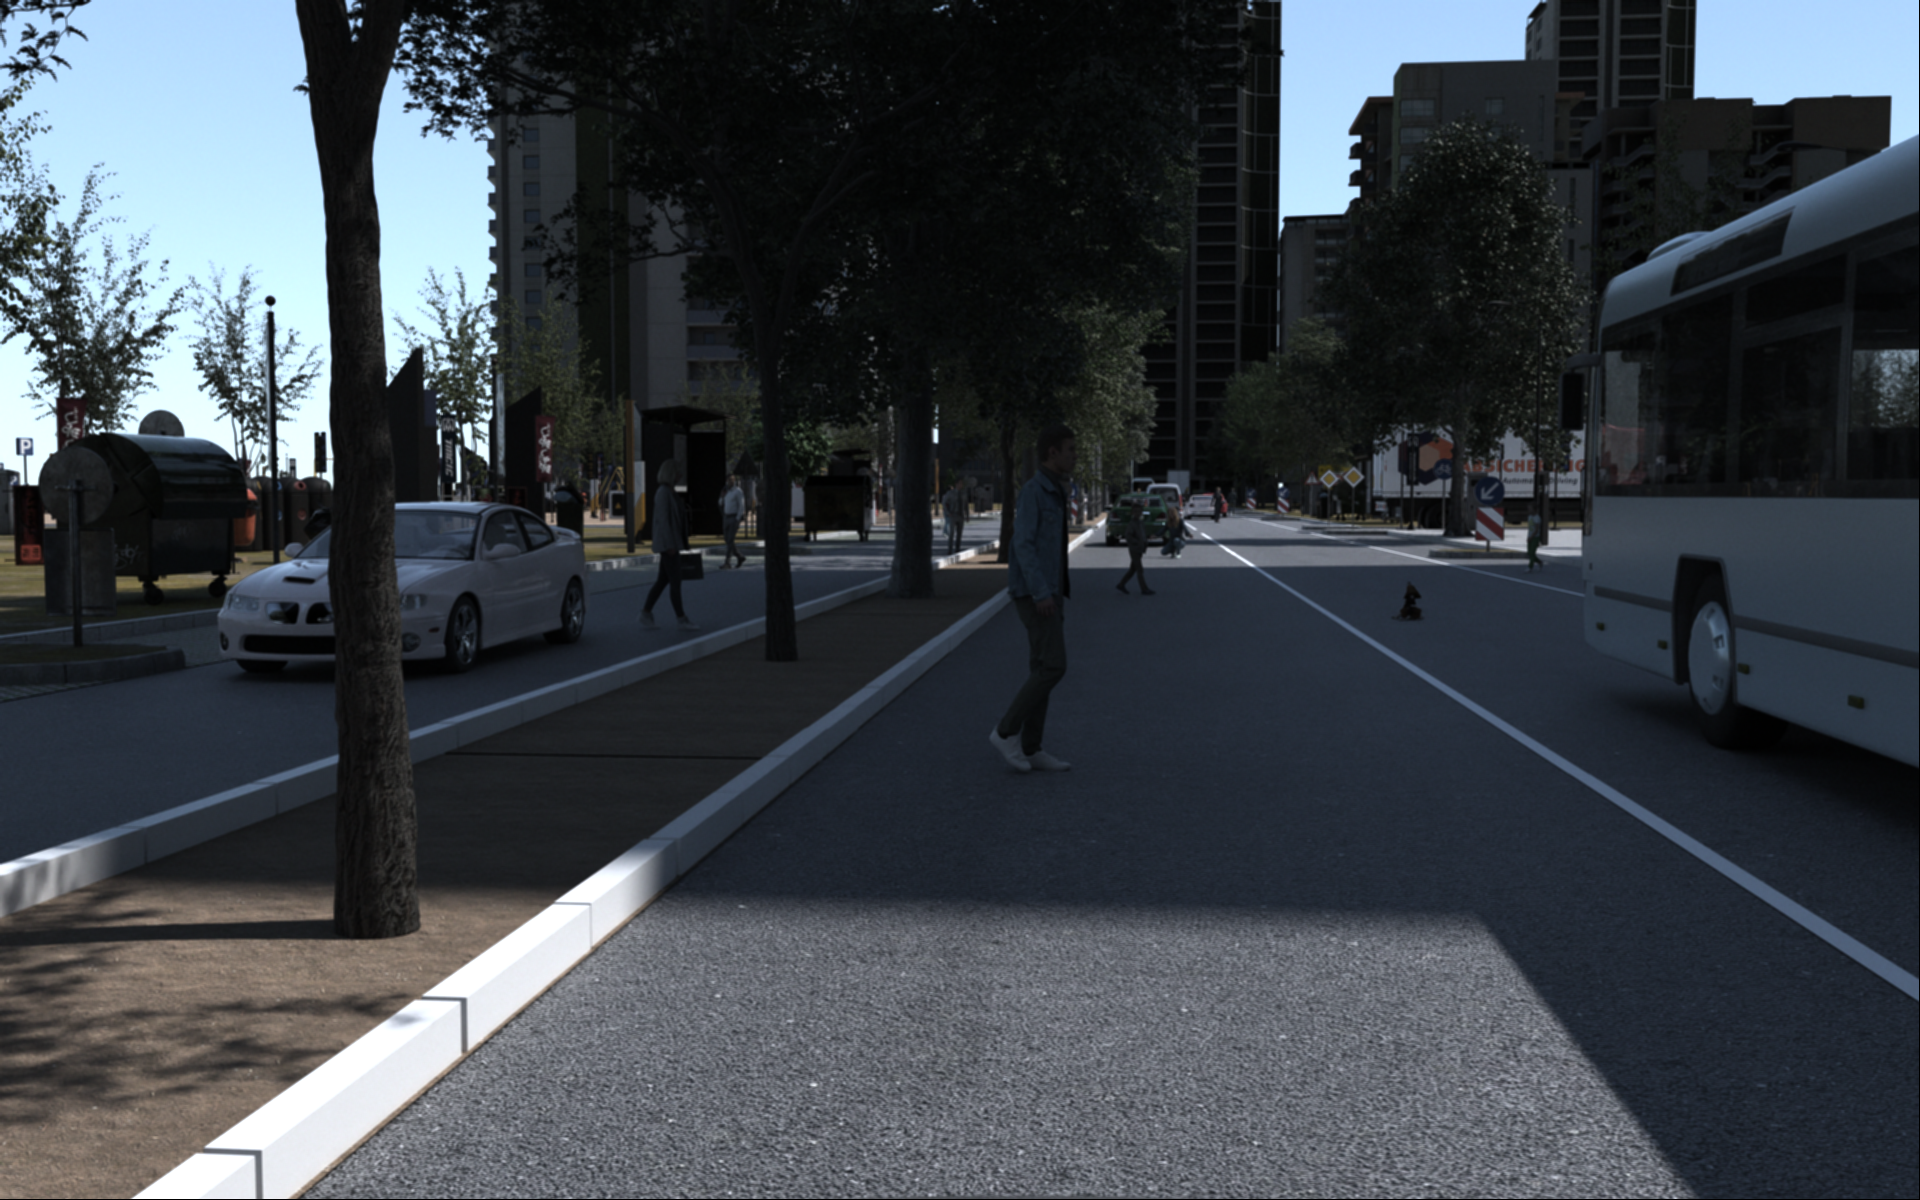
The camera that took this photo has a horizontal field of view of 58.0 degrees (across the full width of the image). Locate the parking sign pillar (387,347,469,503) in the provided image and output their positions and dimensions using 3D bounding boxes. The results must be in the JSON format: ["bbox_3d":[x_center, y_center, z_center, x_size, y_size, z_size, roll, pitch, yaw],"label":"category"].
[{"bbox_3d":[-10.331,-2.691,32.471,1.447,3.967,1.447,3,5,40],"label":"parking sign pillar"}]

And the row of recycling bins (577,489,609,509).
[{"bbox_3d":[-31.787,-8.725,149.769,3.534,1.692,1.069,1,4,17],"label":"row of recycling bins"}]

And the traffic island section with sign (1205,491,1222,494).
[{"bbox_3d":[25.428,-9.958,171.443,1.989,1.847,2.006,0,4,6],"label":"traffic island section with sign"}]

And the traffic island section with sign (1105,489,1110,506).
[{"bbox_3d":[12.255,-8.384,145.219,2.006,1.907,1.989,0,4,6],"label":"traffic island section with sign"}]

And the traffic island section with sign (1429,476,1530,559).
[{"bbox_3d":[11.702,-1.866,39.145,1.989,1.847,2.006,0,4,6],"label":"traffic island section with sign"}]

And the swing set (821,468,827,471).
[{"bbox_3d":[-8.405,-6.606,105.620,2.862,2.851,3.119,0,4,3],"label":"swing set"}]

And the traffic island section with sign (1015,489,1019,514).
[{"bbox_3d":[3.914,-6.978,122.721,1.989,1.847,2.006,0,4,6],"label":"traffic island section with sign"}]

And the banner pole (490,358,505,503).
[{"bbox_3d":[-8.469,-2.556,31.812,0.401,3.779,0.863,-2,4,-30],"label":"banner pole"}]

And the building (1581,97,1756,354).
[{"bbox_3d":[77.961,-33.220,193.253,14.200,45.320,14.600,0,4,6],"label":"building"}]

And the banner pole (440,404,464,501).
[{"bbox_3d":[-13.971,-3.538,47.863,0.401,3.779,0.863,3,5,44],"label":"banner pole"}]

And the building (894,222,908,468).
[{"bbox_3d":[-15.053,-46.531,199.038,20.611,71.187,20.563,0,4,6],"label":"building"}]

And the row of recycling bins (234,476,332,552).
[{"bbox_3d":[-15.646,-1.990,39.650,1.069,1.692,3.534,1,4,13],"label":"row of recycling bins"}]

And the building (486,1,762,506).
[{"bbox_3d":[-39.476,-40.410,202.700,28.212,58.520,21.231,0,4,6],"label":"building"}]

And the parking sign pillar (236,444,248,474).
[{"bbox_3d":[-38.383,-6.375,92.704,1.447,3.967,1.447,-2,4,-27],"label":"parking sign pillar"}]

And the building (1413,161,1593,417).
[{"bbox_3d":[46.995,-23.350,153.466,14.160,30.474,14.107,0,4,6],"label":"building"}]

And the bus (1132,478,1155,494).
[{"bbox_3d":[21.992,-13.000,207.403,2.948,3.499,13.247,0,4,7],"label":"bus"}]

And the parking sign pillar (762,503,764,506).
[{"bbox_3d":[-9.294,-5.972,86.121,1.447,3.967,1.447,-1,4,-9],"label":"parking sign pillar"}]

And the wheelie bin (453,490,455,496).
[{"bbox_3d":[-41.722,-8.235,142.555,0.693,1.594,0.980,1,4,16],"label":"wheelie bin"}]

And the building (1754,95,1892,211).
[{"bbox_3d":[92.133,-33.159,192.256,14.200,45.320,14.600,0,4,6],"label":"building"}]

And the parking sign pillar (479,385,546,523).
[{"bbox_3d":[-11.012,-3.339,43.066,1.447,3.967,1.447,0,4,-4],"label":"parking sign pillar"}]

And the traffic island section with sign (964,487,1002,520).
[{"bbox_3d":[1.123,-5.338,95.911,1.989,1.847,2.006,0,4,6],"label":"traffic island section with sign"}]

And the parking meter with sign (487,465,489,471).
[{"bbox_3d":[-28.156,-6.477,102.156,0.543,3.016,1.738,1,4,12],"label":"parking meter with sign"}]

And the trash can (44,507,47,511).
[{"bbox_3d":[-60.846,-6.356,115.580,0.748,1.137,0.748,0,3,0],"label":"trash can"}]

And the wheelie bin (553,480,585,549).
[{"bbox_3d":[-8.523,-1.829,37.806,0.693,1.594,0.980,-1,4,-12],"label":"wheelie bin"}]

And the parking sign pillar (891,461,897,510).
[{"bbox_3d":[-5.206,-9.435,142.741,1.447,3.967,1.447,1,4,10],"label":"parking sign pillar"}]

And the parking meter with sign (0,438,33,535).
[{"bbox_3d":[-29.717,-3.529,53.961,1.738,3.016,0.543,1,4,21],"label":"parking meter with sign"}]

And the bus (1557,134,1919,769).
[{"bbox_3d":[5.146,-0.731,6.811,2.948,3.499,13.247,0,4,6],"label":"bus"}]

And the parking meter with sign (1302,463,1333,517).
[{"bbox_3d":[20.117,-6.186,97.396,1.738,3.016,0.543,1,4,14],"label":"parking meter with sign"}]

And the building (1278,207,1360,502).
[{"bbox_3d":[52.728,-34.413,246.238,14.086,41.232,14.154,0,4,6],"label":"building"}]

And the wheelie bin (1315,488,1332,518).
[{"bbox_3d":[19.300,-5.144,92.014,0.693,1.594,0.980,-1,4,-15],"label":"wheelie bin"}]

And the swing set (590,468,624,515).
[{"bbox_3d":[-20.102,-6.471,103.429,2.862,2.851,3.119,0,4,2],"label":"swing set"}]

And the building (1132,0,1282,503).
[{"bbox_3d":[35.433,-49.629,249.680,20.611,71.187,20.563,0,4,6],"label":"building"}]

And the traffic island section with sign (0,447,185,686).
[{"bbox_3d":[-7.390,-0.317,13.803,1.989,1.847,2.006,0,4,6],"label":"traffic island section with sign"}]

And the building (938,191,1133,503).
[{"bbox_3d":[11.184,-43.479,252.881,28.212,58.520,21.231,0,4,6],"label":"building"}]

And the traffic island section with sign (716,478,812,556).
[{"bbox_3d":[-4.580,-1.979,40.980,1.989,1.847,2.006,0,4,6],"label":"traffic island section with sign"}]

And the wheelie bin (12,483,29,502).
[{"bbox_3d":[-26.933,-2.573,49.976,0.693,1.594,0.980,-3,4,-36],"label":"wheelie bin"}]

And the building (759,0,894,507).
[{"bbox_3d":[-18.617,-37.911,161.844,21.231,58.520,28.212,0,4,6],"label":"building"}]

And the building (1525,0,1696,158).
[{"bbox_3d":[91.893,-49.310,244.473,20.611,71.187,20.563,0,4,6],"label":"building"}]

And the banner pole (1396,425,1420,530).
[{"bbox_3d":[16.148,-4.426,62.375,0.863,3.779,0.401,0,4,-6],"label":"banner pole"}]

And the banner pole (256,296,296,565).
[{"bbox_3d":[-8.806,-1.966,22.154,0.401,3.779,0.863,-2,4,-28],"label":"banner pole"}]

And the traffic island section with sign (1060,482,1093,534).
[{"bbox_3d":[3.732,-3.362,63.113,2.006,1.907,1.989,0,4,6],"label":"traffic island section with sign"}]

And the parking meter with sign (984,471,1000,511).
[{"bbox_3d":[2.175,-8.374,133.172,1.738,3.016,0.543,0,4,5],"label":"parking meter with sign"}]

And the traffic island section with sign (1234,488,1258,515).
[{"bbox_3d":[20.200,-6.875,121.028,1.989,1.847,2.006,0,4,6],"label":"traffic island section with sign"}]

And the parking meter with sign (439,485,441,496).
[{"bbox_3d":[-44.148,-9.278,147.952,1.738,3.016,0.543,-1,4,-17],"label":"parking meter with sign"}]

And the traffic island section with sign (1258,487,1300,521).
[{"bbox_3d":[17.412,-5.235,94.217,1.989,1.847,2.006,0,4,6],"label":"traffic island section with sign"}]

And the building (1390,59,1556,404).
[{"bbox_3d":[48.515,-29.591,167.399,14.154,41.232,14.086,0,4,6],"label":"building"}]

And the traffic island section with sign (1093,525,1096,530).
[{"bbox_3d":[4.506,-3.813,70.480,2.006,1.907,1.989,0,4,6],"label":"traffic island section with sign"}]

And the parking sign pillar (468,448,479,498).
[{"bbox_3d":[-27.394,-6.692,97.891,1.447,3.967,1.447,1,4,10],"label":"parking sign pillar"}]

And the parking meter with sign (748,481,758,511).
[{"bbox_3d":[-15.569,-8.217,130.600,0.543,3.016,1.738,1,4,9],"label":"parking meter with sign"}]

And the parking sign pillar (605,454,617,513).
[{"bbox_3d":[-23.229,-7.789,115.824,1.447,3.967,1.447,-1,4,-18],"label":"parking sign pillar"}]

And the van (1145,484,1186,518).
[{"bbox_3d":[8.332,-3.945,71.505,2.013,2.044,4.112,0,4,5],"label":"van"}]

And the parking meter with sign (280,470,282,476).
[{"bbox_3d":[-48.214,-7.898,125.396,1.738,3.016,0.543,-1,4,-9],"label":"parking meter with sign"}]

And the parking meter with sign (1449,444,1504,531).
[{"bbox_3d":[18.082,-3.940,60.674,1.738,3.016,0.543,0,4,8],"label":"parking meter with sign"}]

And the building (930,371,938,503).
[{"bbox_3d":[-16.080,-41.036,260.173,27.495,52.752,28.713,0,4,6],"label":"building"}]

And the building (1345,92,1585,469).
[{"bbox_3d":[53.957,-32.639,188.279,22.147,44.769,28.867,0,4,6],"label":"building"}]

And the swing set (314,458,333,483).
[{"bbox_3d":[-26.706,-4.803,76.152,3.119,2.851,2.862,-1,4,-17],"label":"swing set"}]
